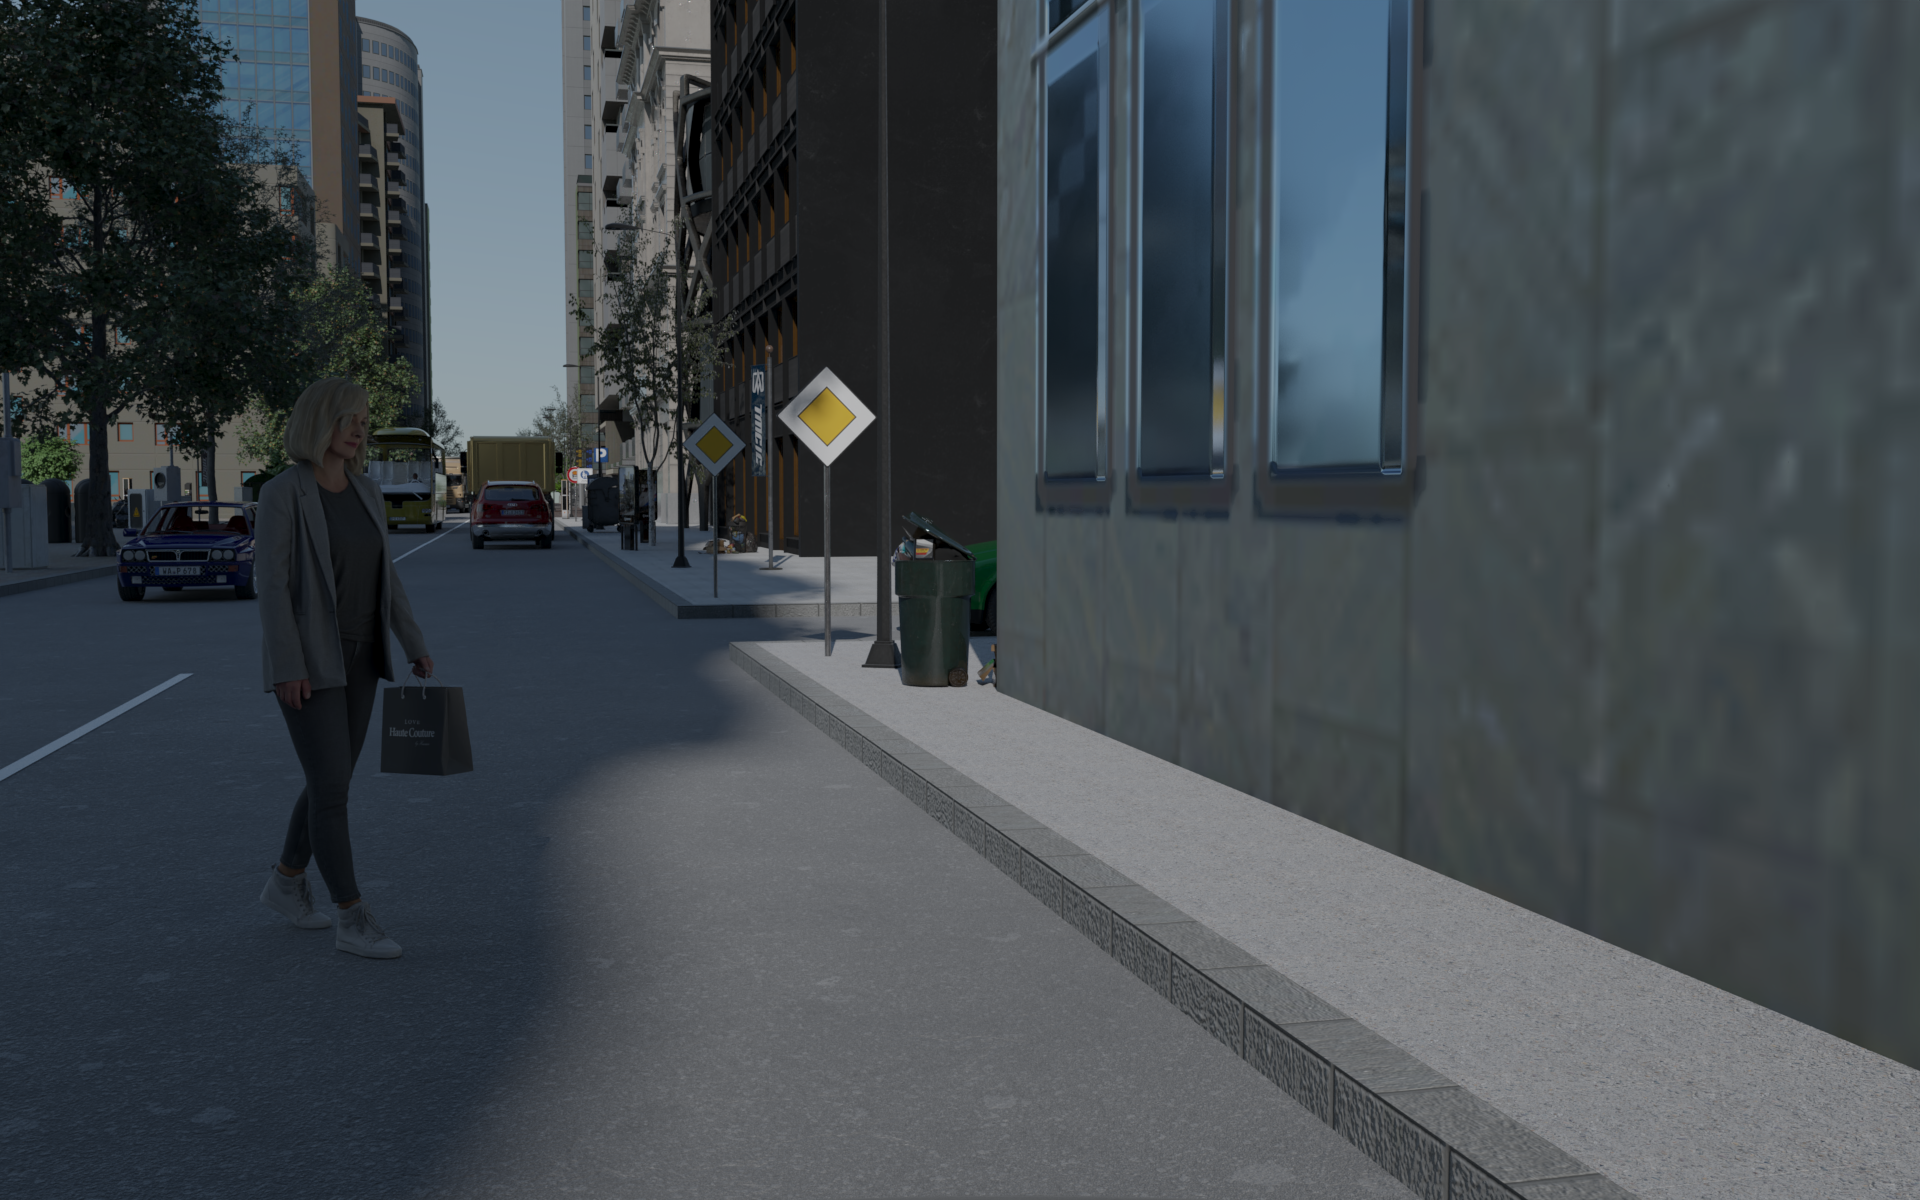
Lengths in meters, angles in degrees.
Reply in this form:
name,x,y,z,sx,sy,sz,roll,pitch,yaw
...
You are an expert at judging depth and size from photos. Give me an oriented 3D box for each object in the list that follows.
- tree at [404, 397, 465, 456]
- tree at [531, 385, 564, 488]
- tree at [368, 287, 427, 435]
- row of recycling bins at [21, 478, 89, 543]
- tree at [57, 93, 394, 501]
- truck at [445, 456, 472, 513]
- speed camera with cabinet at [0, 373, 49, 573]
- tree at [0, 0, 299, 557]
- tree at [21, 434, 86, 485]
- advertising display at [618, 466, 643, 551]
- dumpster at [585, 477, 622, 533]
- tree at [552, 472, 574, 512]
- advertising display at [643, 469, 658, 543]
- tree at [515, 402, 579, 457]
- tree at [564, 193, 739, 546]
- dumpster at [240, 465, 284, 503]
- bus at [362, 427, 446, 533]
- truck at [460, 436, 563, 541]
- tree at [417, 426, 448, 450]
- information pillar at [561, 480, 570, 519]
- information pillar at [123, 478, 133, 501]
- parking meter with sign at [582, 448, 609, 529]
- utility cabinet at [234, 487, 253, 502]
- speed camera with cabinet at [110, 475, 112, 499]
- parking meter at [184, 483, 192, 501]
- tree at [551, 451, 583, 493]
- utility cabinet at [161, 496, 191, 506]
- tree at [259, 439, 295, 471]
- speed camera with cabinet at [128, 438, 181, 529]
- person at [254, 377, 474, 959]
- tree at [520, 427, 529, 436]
name,x,y,z,sx,sy,sz,roll,pitch,yaw
tree,-50.481,-14.099,164.931,7.601,10.594,8.767,-1,4,-11
tree,-25.239,-9.879,111.883,4.360,8.622,3.978,0,3,0
tree,-30.965,-10.261,84.778,9.611,12.733,9.660,0,3,0
row of recycling bins,-24.184,-2.348,45.502,3.534,1.692,1.069,0,4,1
tree,-21.903,-8.547,50.113,12.009,13.543,11.850,0,3,0
truck,-38.503,-8.686,130.925,2.839,4.237,11.283,-1,4,-12
speed camera with cabinet,-15.926,-2.122,29.030,0.660,3.252,2.038,-1,4,-12
tree,-17.659,-7.245,35.471,9.611,12.733,9.660,0,3,0
tree,-42.763,-5.952,81.024,4.285,4.588,4.351,0,3,0
advertising display,-7.552,-2.097,39.505,0.123,1.923,0.974,-2,4,-33
dumpster,-11.880,-3.198,58.050,1.264,1.857,1.865,-1,4,-14
tree,-28.973,-8.009,125.548,1.663,3.219,1.824,0,3,0
advertising display,-8.255,-2.459,45.424,0.123,1.923,0.974,2,4,24
tree,-41.647,-14.704,174.826,8.767,10.594,7.601,-1,4,-21
tree,-7.550,-5.630,42.407,4.360,8.622,3.978,0,3,0
dumpster,-23.231,-3.401,58.092,1.502,2.255,1.985,-1,4,-14
bus,-21.483,-4.629,67.226,2.896,3.916,12.252,-1,4,-14
truck,-14.628,-3.709,56.560,3.469,3.379,9.791,-1,4,-14
tree,-54.564,-13.896,177.563,4.360,8.622,3.978,0,3,0
information pillar,-20.206,-5.152,88.731,0.304,2.012,0.304,1,4,11
information pillar,-38.320,-4.605,79.789,0.304,2.012,0.304,0,4,7
parking meter with sign,-13.634,-4.180,64.602,0.543,3.016,1.738,0,4,7
utility cabinet,-21.572,-2.661,52.187,0.318,1.500,1.173,-2,4,-34
speed camera with cabinet,-38.062,-5.002,76.115,0.660,3.252,2.038,0,4,0
parking meter,-39.138,-5.025,87.867,0.255,1.863,0.399,0,4,-4
tree,-29.829,-8.920,129.554,4.285,4.588,4.351,0,3,0
utility cabinet,-28.496,-3.167,62.934,1.020,1.237,0.306,-3,5,-42
tree,-23.949,-4.048,60.785,1.663,3.219,1.824,0,3,0
speed camera with cabinet,-26.633,-3.846,57.218,2.038,3.252,0.660,2,4,30
person,-1.981,0.189,5.593,0.728,1.800,0.709,2,4,29
tree,-35.810,-12.226,150.263,4.360,8.622,3.978,0,3,0
